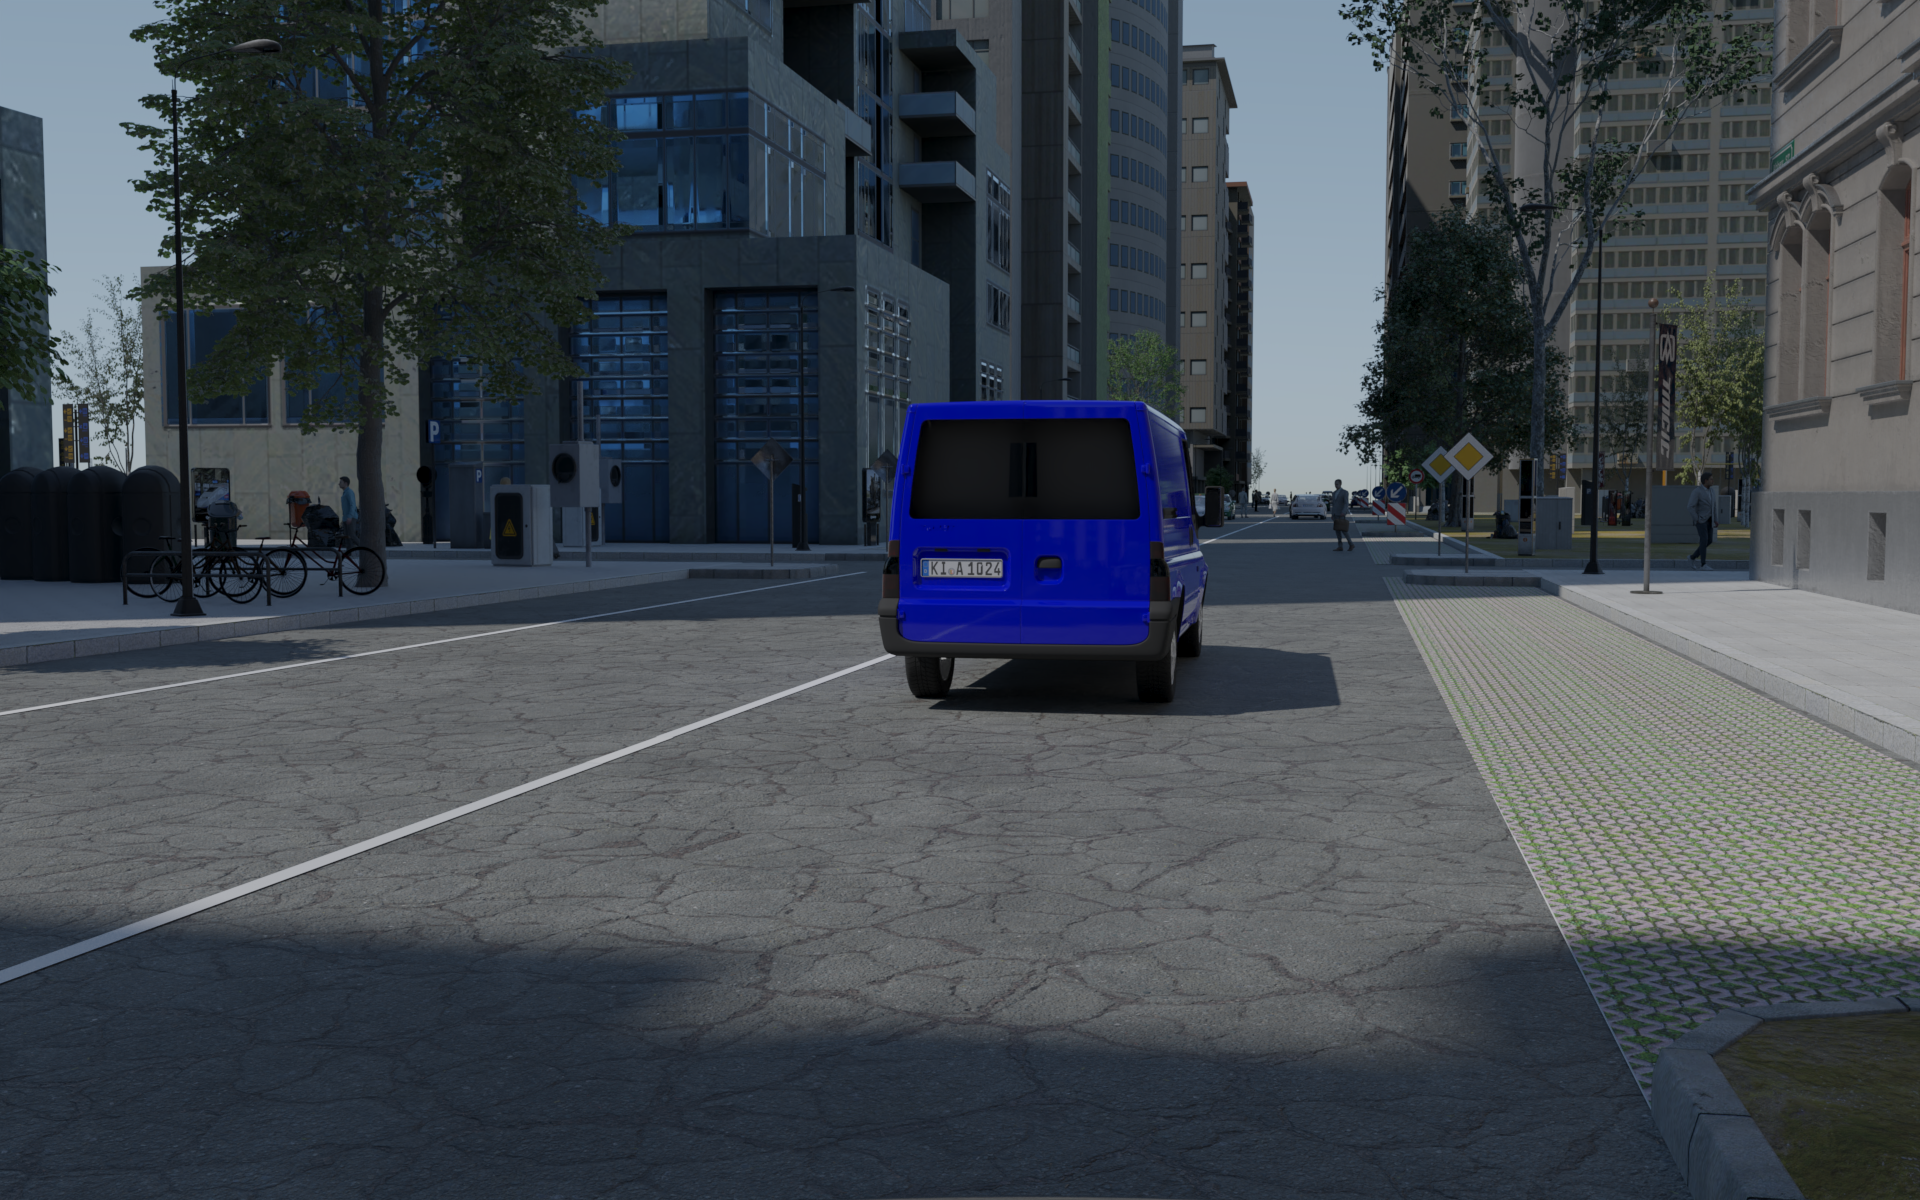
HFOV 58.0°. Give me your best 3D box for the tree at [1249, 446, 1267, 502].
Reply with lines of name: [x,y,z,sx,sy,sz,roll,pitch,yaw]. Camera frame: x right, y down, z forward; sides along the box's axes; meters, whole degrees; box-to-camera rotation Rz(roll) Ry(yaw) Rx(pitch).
tree: [45.589,-19.439,268.183,4.737,8.622,4.395,0,3,0]

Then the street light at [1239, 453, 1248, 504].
street light: [31.259,-13.580,194.571,1.470,5.913,1.316,1,4,12]

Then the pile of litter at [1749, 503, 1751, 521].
pile of litter: [37.441,-4.124,81.393,1.719,0.858,1.176,-2,4,-24]

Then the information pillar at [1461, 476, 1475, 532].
information pillar: [17.372,-3.348,59.237,0.304,2.012,0.304,-3,5,-40]

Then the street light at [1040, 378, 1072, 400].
street light: [3.778,-5.927,69.449,1.470,5.913,1.316,1,4,12]

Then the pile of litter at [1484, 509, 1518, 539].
pile of litter: [15.816,-2.197,49.883,1.176,0.858,1.719,0,4,-4]

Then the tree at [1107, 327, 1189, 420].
tree: [10.525,-11.113,107.451,9.928,11.665,9.643,0,3,0]

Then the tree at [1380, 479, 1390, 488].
tree: [47.192,-12.032,191.326,1.663,3.219,1.824,0,3,0]

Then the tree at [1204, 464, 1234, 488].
tree: [27.740,-12.396,186.395,4.285,4.588,4.351,0,3,0]

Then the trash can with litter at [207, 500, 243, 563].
trash can with litter: [-13.779,-1.291,32.497,0.624,1.170,1.055,-1,4,-22]

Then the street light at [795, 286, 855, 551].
street light: [-3.025,-4.061,38.941,1.470,5.913,1.316,1,4,12]

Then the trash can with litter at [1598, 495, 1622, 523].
trash can with litter: [29.424,-4.119,78.404,1.678,1.210,2.233,0,4,-5]

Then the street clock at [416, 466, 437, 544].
street clock: [-13.604,-2.426,44.230,0.471,2.002,0.358,1,4,17]

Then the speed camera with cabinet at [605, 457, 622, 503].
speed camera with cabinet: [-9.016,-2.944,42.474,0.660,3.252,2.038,1,4,16]

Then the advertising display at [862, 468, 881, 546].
advertising display: [-2.189,-2.300,42.821,0.123,1.923,0.974,1,4,18]

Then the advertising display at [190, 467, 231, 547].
advertising display: [-18.261,-2.265,42.239,0.123,1.923,0.974,2,4,35]

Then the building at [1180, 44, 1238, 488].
building: [18.392,-38.015,210.778,28.713,52.752,27.495,1,4,12]

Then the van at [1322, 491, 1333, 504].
van: [45.642,-12.726,215.089,2.013,2.044,4.112,1,4,12]

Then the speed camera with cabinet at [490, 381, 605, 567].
speed camera with cabinet: [-7.358,-2.218,30.606,2.038,3.252,0.660,2,4,27]

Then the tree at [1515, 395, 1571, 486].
tree: [33.697,-9.279,102.066,4.360,8.622,3.978,0,3,0]

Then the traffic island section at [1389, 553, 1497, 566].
traffic island section: [9.973,-0.838,35.975,2.009,0.180,2.903,1,4,12]

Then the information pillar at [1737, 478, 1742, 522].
information pillar: [36.168,-4.631,80.205,0.304,2.012,0.304,2,4,25]

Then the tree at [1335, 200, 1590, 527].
tree: [19.585,-9.214,67.658,9.611,12.733,9.660,0,3,0]

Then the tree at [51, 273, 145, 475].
tree: [-27.332,-6.480,56.315,4.360,8.622,3.978,0,3,0]

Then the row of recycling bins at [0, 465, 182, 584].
row of recycling bins: [-12.836,-1.124,25.492,3.534,1.692,1.069,2,4,27]

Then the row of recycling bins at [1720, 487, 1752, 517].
row of recycling bins: [43.772,-5.399,95.382,3.534,1.692,1.069,2,4,26]

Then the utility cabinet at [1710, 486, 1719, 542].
utility cabinet: [19.343,-2.247,45.409,1.173,1.500,0.318,-2,4,-28]

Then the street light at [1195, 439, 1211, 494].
street light: [20.271,-10.550,145.031,1.470,5.913,1.316,1,4,12]

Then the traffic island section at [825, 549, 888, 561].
traffic island section: [-1.641,-0.993,38.521,2.009,0.180,2.903,1,4,12]

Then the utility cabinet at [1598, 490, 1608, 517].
utility cabinet: [35.016,-5.219,94.002,1.173,1.500,0.318,-1,4,-20]

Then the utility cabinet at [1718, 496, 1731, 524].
utility cabinet: [32.512,-3.864,74.342,1.020,1.237,0.306,2,4,31]

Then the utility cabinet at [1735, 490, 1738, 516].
utility cabinet: [44.387,-5.454,97.857,1.173,1.500,0.318,-1,4,-17]

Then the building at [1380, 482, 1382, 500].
building: [77.077,-34.039,248.420,32.217,40.220,23.993,1,4,12]

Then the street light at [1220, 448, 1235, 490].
street light: [26.923,-12.402,175.310,1.470,5.913,1.316,1,4,12]

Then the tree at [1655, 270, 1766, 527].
tree: [24.995,-6.581,57.963,4.737,8.622,4.395,0,3,0]

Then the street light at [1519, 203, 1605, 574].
street light: [9.639,-3.377,27.748,1.470,5.913,1.316,1,4,12]

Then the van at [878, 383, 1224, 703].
van: [0.888,-0.569,13.690,2.240,2.365,5.245,1,4,11]

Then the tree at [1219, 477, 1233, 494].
tree: [27.621,-11.488,182.430,1.663,3.219,1.824,0,3,0]

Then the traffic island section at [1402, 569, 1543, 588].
traffic island section: [8.260,-0.361,28.175,2.009,0.180,2.903,1,4,12]

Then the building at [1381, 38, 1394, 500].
building: [65.631,-41.694,223.694,21.231,58.520,28.212,1,4,12]

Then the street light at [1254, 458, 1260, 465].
street light: [37.832,-15.440,224.987,1.470,5.913,1.316,1,4,12]

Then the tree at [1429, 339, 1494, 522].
tree: [22.233,-7.849,78.694,4.737,8.622,4.395,0,3,0]

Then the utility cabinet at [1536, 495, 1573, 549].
utility cabinet: [13.689,-1.778,40.229,1.020,1.237,0.306,-1,4,-9]

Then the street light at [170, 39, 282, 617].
street light: [-7.617,-2.779,17.978,1.470,5.913,1.316,1,4,12]

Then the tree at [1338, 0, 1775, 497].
tree: [17.009,-11.630,46.039,12.611,20.169,13.585,0,3,0]

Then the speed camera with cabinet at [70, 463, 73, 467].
speed camera with cabinet: [-32.147,-4.268,64.115,2.038,3.252,0.660,-3,5,-39]

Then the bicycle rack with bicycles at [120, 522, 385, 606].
bicycle rack with bicycles: [-8.850,-0.465,20.982,2.925,0.926,2.852,0,4,8]

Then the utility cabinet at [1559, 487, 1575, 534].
utility cabinet: [19.427,-2.865,55.519,0.318,1.500,1.173,1,4,9]

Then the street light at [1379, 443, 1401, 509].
street light: [30.363,-9.117,121.600,1.470,5.913,1.316,1,4,12]

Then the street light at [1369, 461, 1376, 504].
street light: [36.922,-10.970,151.899,1.470,5.913,1.316,1,4,12]

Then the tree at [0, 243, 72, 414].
tree: [-9.402,-1.883,14.504,4.285,4.588,4.351,0,3,0]

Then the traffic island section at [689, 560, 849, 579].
traffic island section: [-3.354,-0.516,30.722,2.009,0.180,2.903,1,4,12]

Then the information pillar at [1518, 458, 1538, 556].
information pillar: [11.773,-1.923,35.929,0.304,2.012,0.304,2,4,31]

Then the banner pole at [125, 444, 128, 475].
banner pole: [-41.487,-5.892,86.352,0.401,3.779,0.863,-3,4,-37]

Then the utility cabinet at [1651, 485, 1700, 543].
utility cabinet: [18.475,-2.209,44.794,1.173,1.500,0.318,1,4,18]

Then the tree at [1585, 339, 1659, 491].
tree: [32.049,-8.124,83.191,4.360,8.622,3.978,0,3,0]

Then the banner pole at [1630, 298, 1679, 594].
banner pole: [9.029,-1.979,22.370,0.863,3.779,0.401,-3,5,-40]

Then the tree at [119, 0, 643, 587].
tree: [-7.942,-6.477,24.026,7.486,12.596,7.792,0,3,0]

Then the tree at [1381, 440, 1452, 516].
tree: [28.654,-7.790,111.084,4.285,4.588,4.351,0,3,0]
